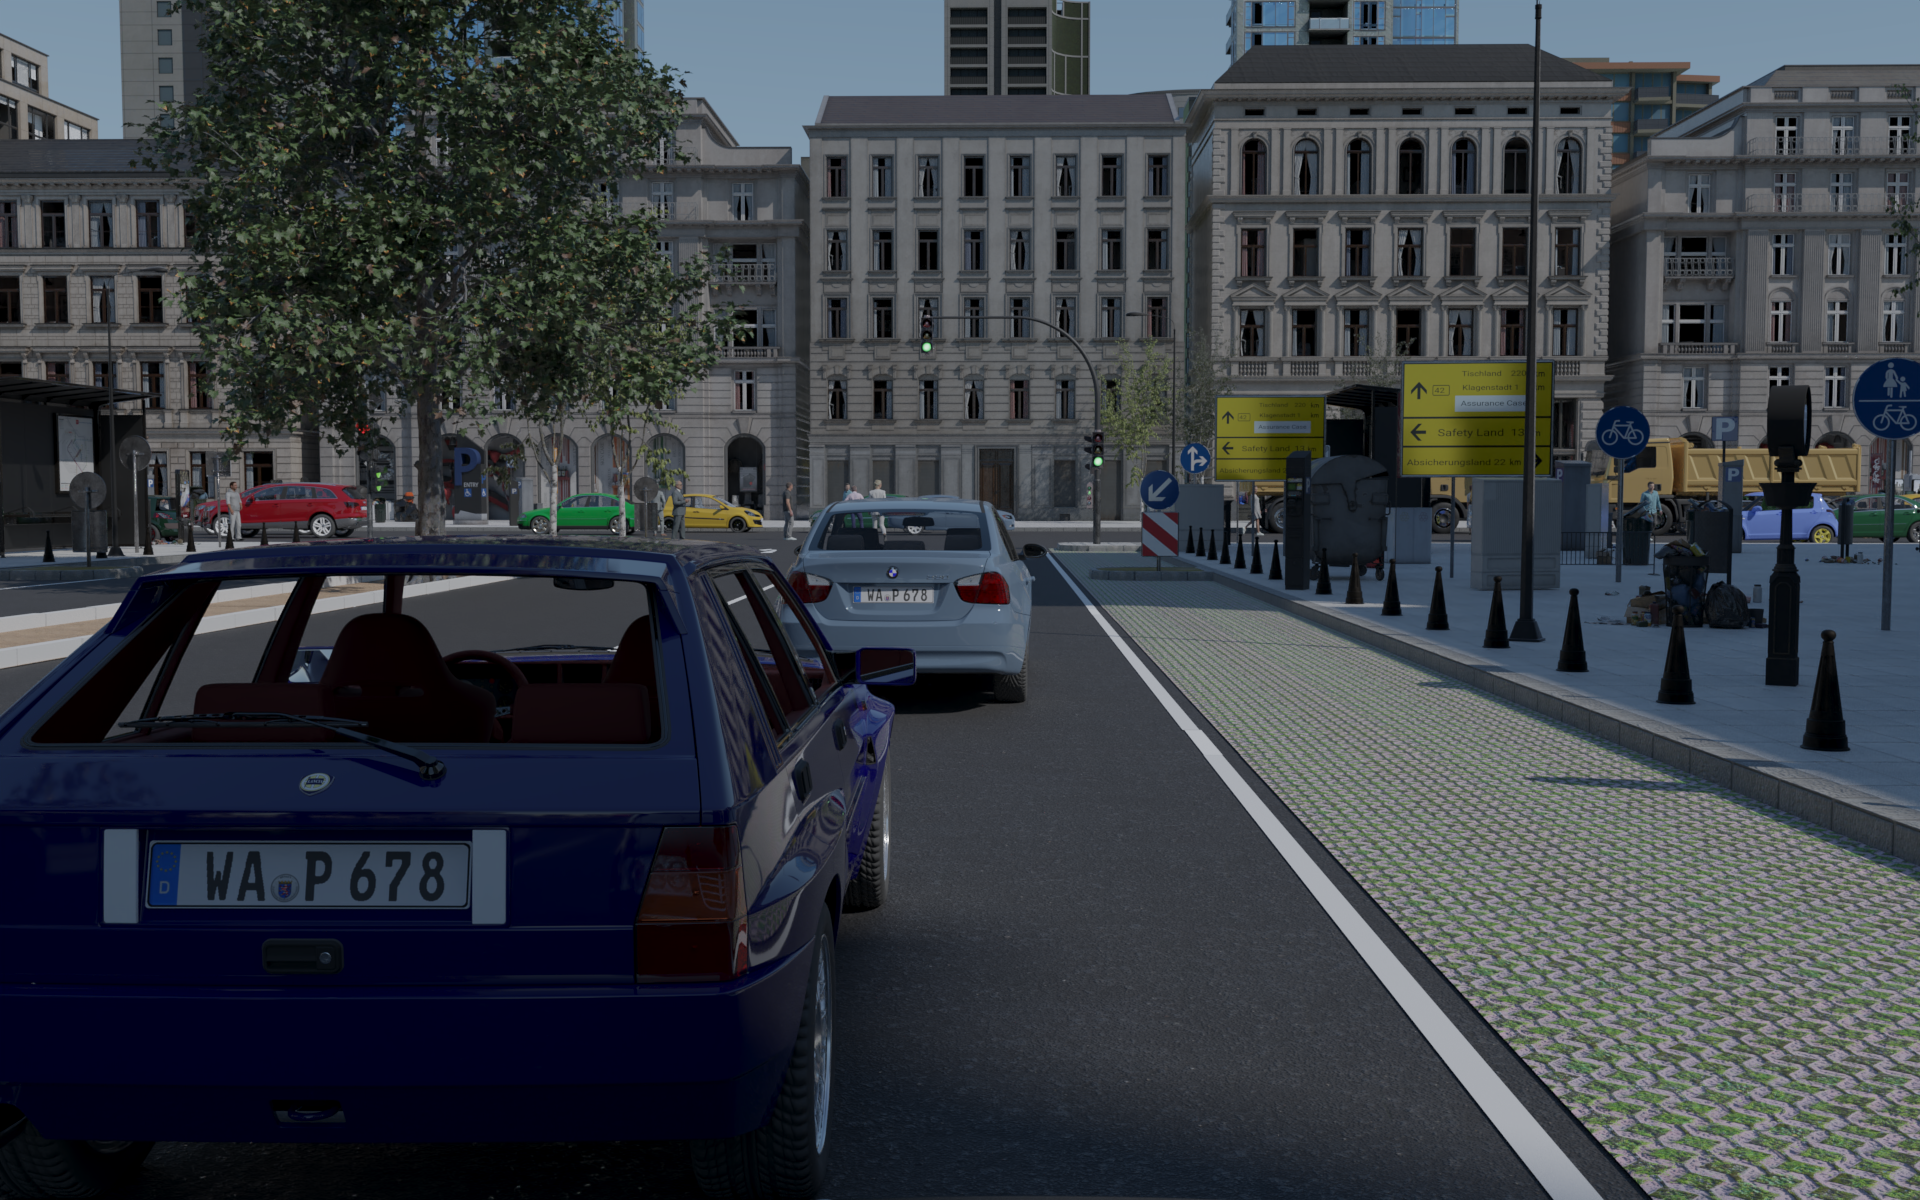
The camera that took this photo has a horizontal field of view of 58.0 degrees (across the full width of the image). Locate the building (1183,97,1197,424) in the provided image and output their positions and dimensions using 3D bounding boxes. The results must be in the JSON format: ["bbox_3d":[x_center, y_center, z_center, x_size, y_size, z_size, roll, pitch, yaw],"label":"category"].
[{"bbox_3d":[30.118,-30.457,181.572,14.154,41.232,14.086,0,4,1],"label":"building"}]

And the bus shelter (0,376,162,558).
[{"bbox_3d":[-19.650,-2.839,37.701,1.731,3.624,6.357,0,4,1],"label":"bus shelter"}]

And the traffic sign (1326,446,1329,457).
[{"bbox_3d":[7.460,-2.100,36.457,0.606,2.300,0.079,0,4,3],"label":"traffic sign"}]

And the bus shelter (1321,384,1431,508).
[{"bbox_3d":[9.363,-2.982,40.036,1.731,3.624,6.357,0,4,1],"label":"bus shelter"}]

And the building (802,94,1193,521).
[{"bbox_3d":[1.837,-14.498,86.197,18.267,20.994,9.793,0,4,1],"label":"building"}]

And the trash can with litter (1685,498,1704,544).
[{"bbox_3d":[18.982,-1.994,43.996,1.055,1.170,0.624,3,4,36],"label":"trash can with litter"}]

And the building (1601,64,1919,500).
[{"bbox_3d":[43.566,-14.948,86.194,24.055,21.916,13.314,0,4,1],"label":"building"}]

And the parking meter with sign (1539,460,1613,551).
[{"bbox_3d":[13.883,-2.624,39.165,1.738,3.016,0.543,-1,4,-11],"label":"parking meter with sign"}]

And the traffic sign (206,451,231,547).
[{"bbox_3d":[-17.761,-2.408,41.503,0.606,2.300,0.079,0,4,3],"label":"traffic sign"}]

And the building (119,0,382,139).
[{"bbox_3d":[-71.587,-45.352,179.749,20.611,71.187,20.563,0,4,1],"label":"building"}]

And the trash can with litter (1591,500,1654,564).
[{"bbox_3d":[11.953,-1.216,31.270,1.055,1.170,0.624,1,4,23],"label":"trash can with litter"}]

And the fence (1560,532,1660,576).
[{"bbox_3d":[9.996,-0.737,27.418,2.069,0.683,0.278,0,4,2],"label":"fence"}]

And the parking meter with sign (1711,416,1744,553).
[{"bbox_3d":[16.986,-2.567,38.233,0.543,3.016,1.738,1,4,15],"label":"parking meter with sign"}]

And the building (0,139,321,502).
[{"bbox_3d":[-40.977,-13.635,87.562,19.286,19.102,10.561,0,4,1],"label":"building"}]

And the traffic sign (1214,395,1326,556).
[{"bbox_3d":[6.373,-2.556,35.665,2.265,3.308,0.079,0,4,3],"label":"traffic sign"}]

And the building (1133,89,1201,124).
[{"bbox_3d":[33.179,-43.255,249.218,28.212,58.520,21.231,0,4,1],"label":"building"}]

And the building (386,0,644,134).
[{"bbox_3d":[-45.191,-52.925,177.991,31.000,86.520,22.319,0,4,1],"label":"building"}]

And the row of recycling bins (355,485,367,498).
[{"bbox_3d":[-29.570,-4.538,81.305,3.534,1.692,1.069,-2,4,-31],"label":"row of recycling bins"}]

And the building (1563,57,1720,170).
[{"bbox_3d":[62.208,-31.943,176.896,28.867,44.769,22.147,0,4,1],"label":"building"}]

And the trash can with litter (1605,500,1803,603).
[{"bbox_3d":[8.906,-0.612,21.065,1.678,1.210,2.233,-2,4,-25],"label":"trash can with litter"}]

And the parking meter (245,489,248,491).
[{"bbox_3d":[-51.960,-7.219,126.438,0.372,1.533,0.369,0,3,0],"label":"parking meter"}]

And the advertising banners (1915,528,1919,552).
[{"bbox_3d":[21.981,-2.583,38.415,2.074,3.025,0.090,-2,4,-24],"label":"advertising banners"}]

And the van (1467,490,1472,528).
[{"bbox_3d":[17.522,-2.775,52.383,4.112,2.044,2.013,0,4,1],"label":"van"}]

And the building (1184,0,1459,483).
[{"bbox_3d":[32.715,-51.673,157.523,22.319,86.520,31.000,0,4,1],"label":"building"}]

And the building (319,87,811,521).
[{"bbox_3d":[-19.272,-15.107,88.803,24.055,21.916,13.314,0,4,1],"label":"building"}]

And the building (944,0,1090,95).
[{"bbox_3d":[8.275,-49.606,249.311,20.611,71.187,20.563,0,4,1],"label":"building"}]

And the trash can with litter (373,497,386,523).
[{"bbox_3d":[-25.976,-4.035,77.365,0.624,1.170,1.055,-2,4,-24],"label":"trash can with litter"}]

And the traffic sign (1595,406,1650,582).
[{"bbox_3d":[9.578,-1.530,25.118,0.768,2.556,0.104,0,4,6],"label":"traffic sign"}]

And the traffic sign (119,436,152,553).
[{"bbox_3d":[-17.951,-2.299,37.698,0.768,2.556,0.104,1,4,10],"label":"traffic sign"}]

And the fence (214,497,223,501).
[{"bbox_3d":[-32.939,-4.137,78.838,2.264,1.192,0.480,0,4,5],"label":"fence"}]

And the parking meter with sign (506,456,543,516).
[{"bbox_3d":[-19.900,-5.079,79.301,0.543,3.016,1.738,2,4,35],"label":"parking meter with sign"}]

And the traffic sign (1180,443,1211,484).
[{"bbox_3d":[5.868,-2.641,43.291,0.768,2.556,0.104,0,4,4],"label":"traffic sign"}]

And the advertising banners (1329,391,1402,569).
[{"bbox_3d":[7.114,-2.059,29.860,0.090,3.025,2.074,-3,4,-36],"label":"advertising banners"}]

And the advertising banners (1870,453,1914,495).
[{"bbox_3d":[39.548,-4.721,73.384,0.090,3.025,2.074,-2,4,-33],"label":"advertising banners"}]

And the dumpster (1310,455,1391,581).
[{"bbox_3d":[5.766,-1.256,26.301,1.264,1.857,1.865,0,4,1],"label":"dumpster"}]

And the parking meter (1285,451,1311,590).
[{"bbox_3d":[4.536,-1.072,23.241,0.255,1.863,0.399,2,4,27],"label":"parking meter"}]

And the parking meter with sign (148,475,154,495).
[{"bbox_3d":[-32.195,-4.405,68.276,1.738,3.016,0.543,1,4,14],"label":"parking meter with sign"}]

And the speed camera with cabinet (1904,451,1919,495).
[{"bbox_3d":[43.561,-5.140,78.367,0.660,3.252,2.038,0,4,-3],"label":"speed camera with cabinet"}]

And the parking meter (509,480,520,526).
[{"bbox_3d":[-17.864,-3.896,69.411,0.399,1.863,0.255,-1,4,-22],"label":"parking meter"}]

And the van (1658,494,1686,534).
[{"bbox_3d":[27.661,-3.445,63.343,4.112,2.044,2.013,0,4,3],"label":"van"}]

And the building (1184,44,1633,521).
[{"bbox_3d":[21.292,-15.747,86.344,19.941,23.489,11.050,0,4,1],"label":"building"}]

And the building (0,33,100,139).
[{"bbox_3d":[-67.735,-17.637,92.878,34.151,26.468,19.350,0,4,1],"label":"building"}]

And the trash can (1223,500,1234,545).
[{"bbox_3d":[6.191,-1.828,41.534,0.748,1.137,0.748,0,3,0],"label":"trash can"}]

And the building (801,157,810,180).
[{"bbox_3d":[-12.811,-38.374,251.117,21.600,48.544,21.300,0,4,1],"label":"building"}]
